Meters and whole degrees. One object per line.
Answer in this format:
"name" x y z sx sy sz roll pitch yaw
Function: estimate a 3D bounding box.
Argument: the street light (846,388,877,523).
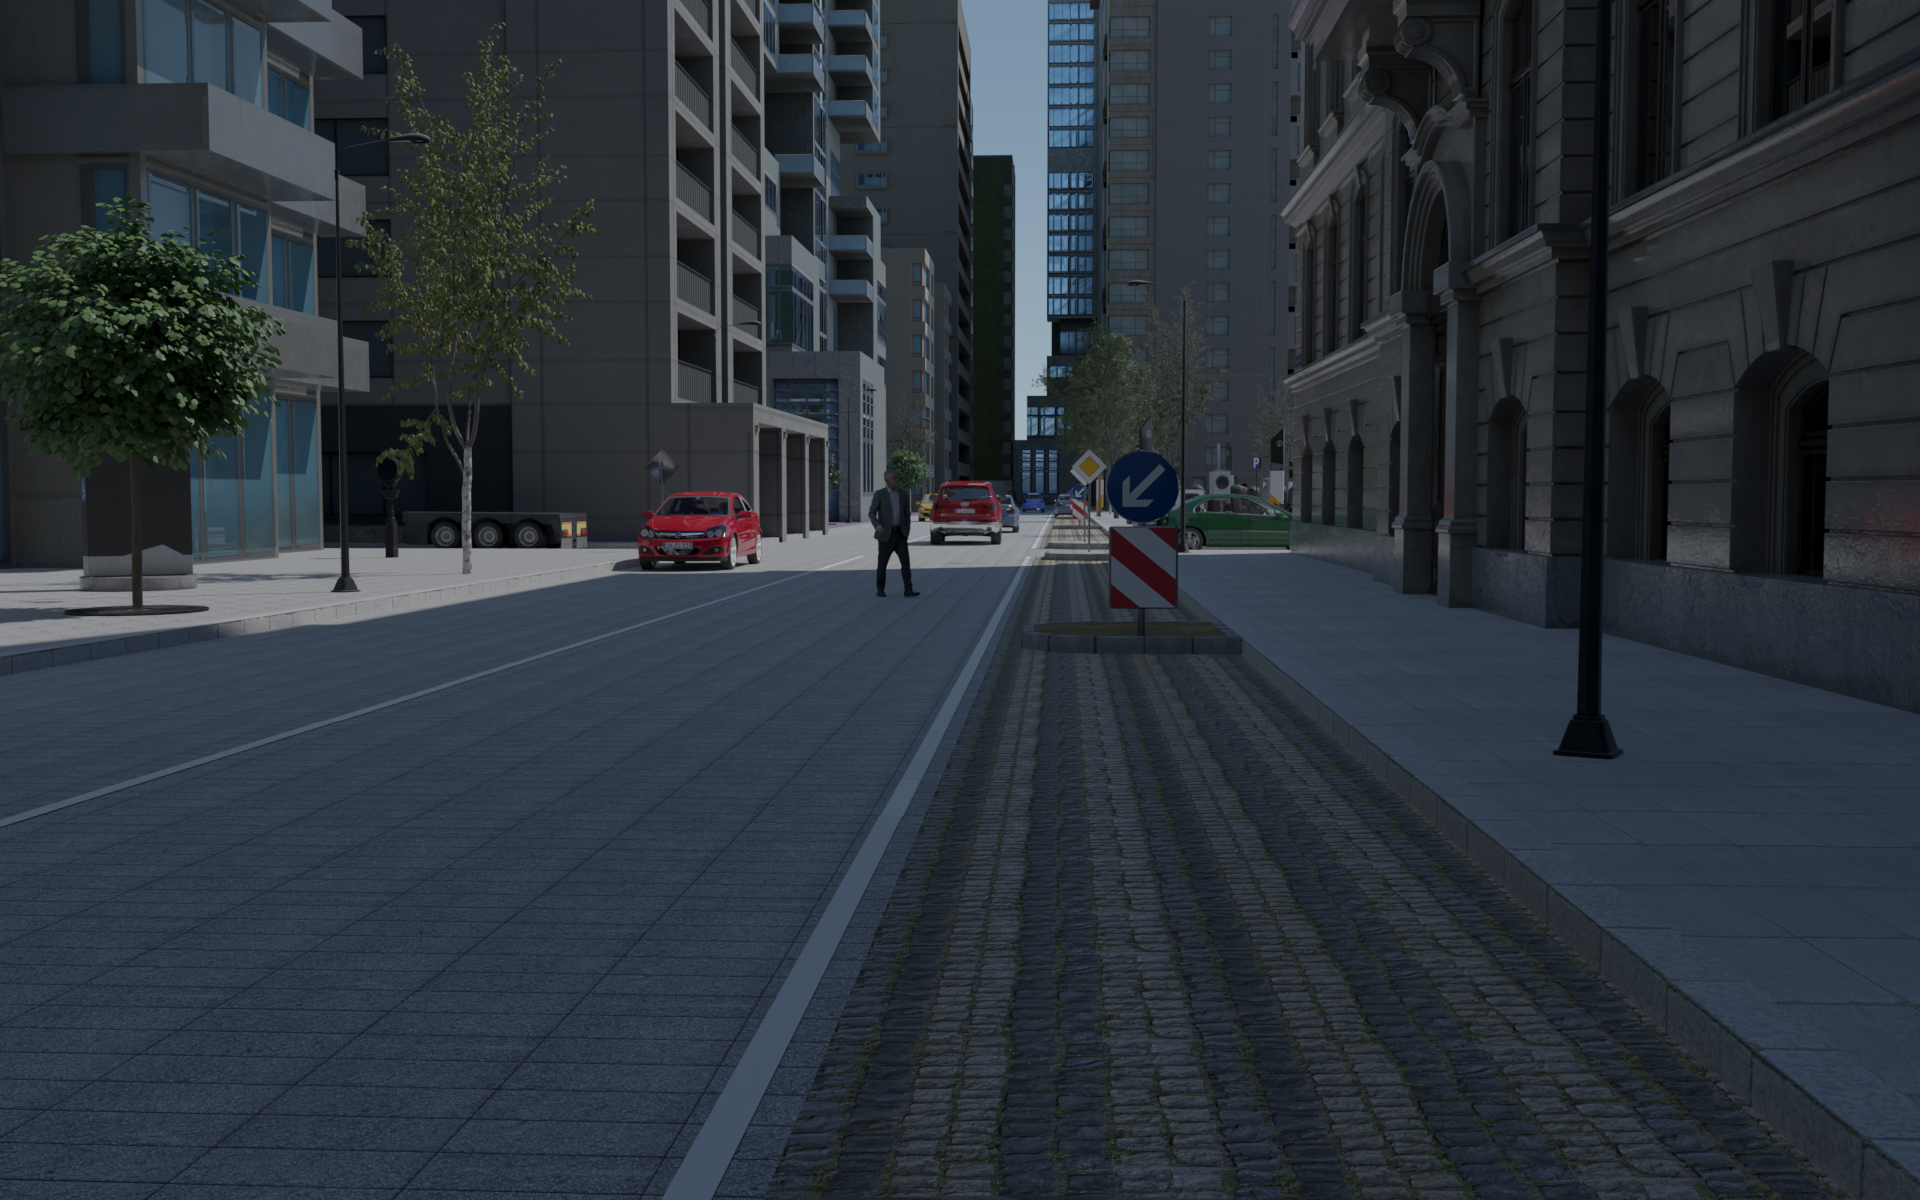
"street light" -4.351 -6.344 76.260 1.470 5.913 1.316 0 4 3

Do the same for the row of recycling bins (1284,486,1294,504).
"row of recycling bins" 14.950 -4.112 74.339 3.534 1.692 1.069 2 4 34

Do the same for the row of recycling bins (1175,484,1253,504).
"row of recycling bins" 10.493 -4.072 73.686 3.534 1.692 1.069 -1 4 -10

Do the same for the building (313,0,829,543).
"building" -15.103 -37.734 55.208 20.563 71.187 20.611 0 4 3

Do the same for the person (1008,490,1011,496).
"person" 5.172 -10.421 178.872 0.705 1.826 1.348 1 4 18

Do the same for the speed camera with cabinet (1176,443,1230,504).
"speed camera with cabinet" 9.418 -4.450 67.096 2.038 3.252 0.660 -1 4 -13

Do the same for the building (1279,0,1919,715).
"building" 11.374 -12.289 20.009 14.460 24.649 34.723 0 4 3

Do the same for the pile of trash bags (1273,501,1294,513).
"pile of trash bags" 11.285 -2.692 53.761 3.447 1.369 1.912 1 4 10

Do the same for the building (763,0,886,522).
"building" -14.715 -47.653 91.797 22.319 86.520 31.000 0 4 3

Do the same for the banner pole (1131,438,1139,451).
"banner pole" 7.905 -5.357 77.598 0.401 3.779 0.863 -3 5 -43

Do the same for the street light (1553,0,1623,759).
"street light" 2.561 -2.194 8.409 1.470 5.913 1.316 0 4 3

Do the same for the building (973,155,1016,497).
"building" -0.275 -32.316 211.953 14.086 41.232 14.154 0 4 3

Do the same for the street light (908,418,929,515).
"street light" -2.565 -8.153 105.848 1.470 5.913 1.316 0 4 3

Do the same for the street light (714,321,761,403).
"street light" -6.036 -4.530 46.606 1.470 5.913 1.316 0 4 3

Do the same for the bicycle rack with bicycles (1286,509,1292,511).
"bicycle rack with bicycles" 8.108 -2.127 48.164 2.852 0.926 2.925 0 4 4

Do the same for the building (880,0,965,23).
"building" -10.198 -32.906 161.722 21.300 48.544 21.600 0 4 3

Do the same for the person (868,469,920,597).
"person" -0.902 -0.925 24.022 0.661 1.777 0.834 -3 4 -36

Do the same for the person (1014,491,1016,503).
"person" 6.354 -11.625 198.510 0.705 1.831 1.348 0 4 2

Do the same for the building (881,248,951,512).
"building" -15.401 -17.868 137.175 27.650 21.520 28.899 0 4 3

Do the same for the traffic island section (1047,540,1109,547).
"traffic island section" 3.348 -1.469 46.294 2.009 0.180 2.903 0 4 3

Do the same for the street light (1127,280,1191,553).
"street light" 4.328 -3.988 37.742 1.470 5.913 1.316 0 4 3

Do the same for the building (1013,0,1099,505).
"building" 22.473 -55.089 213.383 31.000 86.520 22.319 0 4 3

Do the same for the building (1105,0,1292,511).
"building" 18.849 -27.921 140.101 14.154 41.232 14.086 0 4 3

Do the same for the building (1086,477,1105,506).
"building" 23.784 -45.617 184.095 20.563 71.187 20.611 0 4 3

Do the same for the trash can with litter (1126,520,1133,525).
"trash can with litter" 7.377 -3.769 73.012 0.624 1.170 1.055 -1 4 -18

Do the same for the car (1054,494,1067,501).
"car" 8.014 -7.275 129.170 2.015 1.641 3.980 0 4 2

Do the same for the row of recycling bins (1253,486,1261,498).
"row of recycling bins" 14.403 -5.133 91.036 1.069 1.692 3.534 -3 5 -39

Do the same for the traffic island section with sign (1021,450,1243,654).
"traffic island section with sign" 1.581 -0.473 16.356 1.989 1.847 2.006 0 4 3

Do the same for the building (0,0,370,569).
"building" -27.809 -25.057 29.291 30.456 49.044 23.786 0 4 3

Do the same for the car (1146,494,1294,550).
"car" 6.796 -1.827 41.670 4.920 1.459 2.131 0 4 2

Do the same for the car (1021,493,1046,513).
"car" 5.707 -7.630 134.335 1.945 1.707 3.694 0 4 2

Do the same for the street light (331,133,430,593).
"street light" -7.518 -3.056 22.501 1.470 5.913 1.316 0 4 3

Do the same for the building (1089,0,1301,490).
"building" 26.469 -34.914 160.088 28.713 52.752 27.495 0 4 3

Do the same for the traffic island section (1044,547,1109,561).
"traffic island section" 2.877 -0.981 38.322 2.009 0.180 2.903 0 4 3
